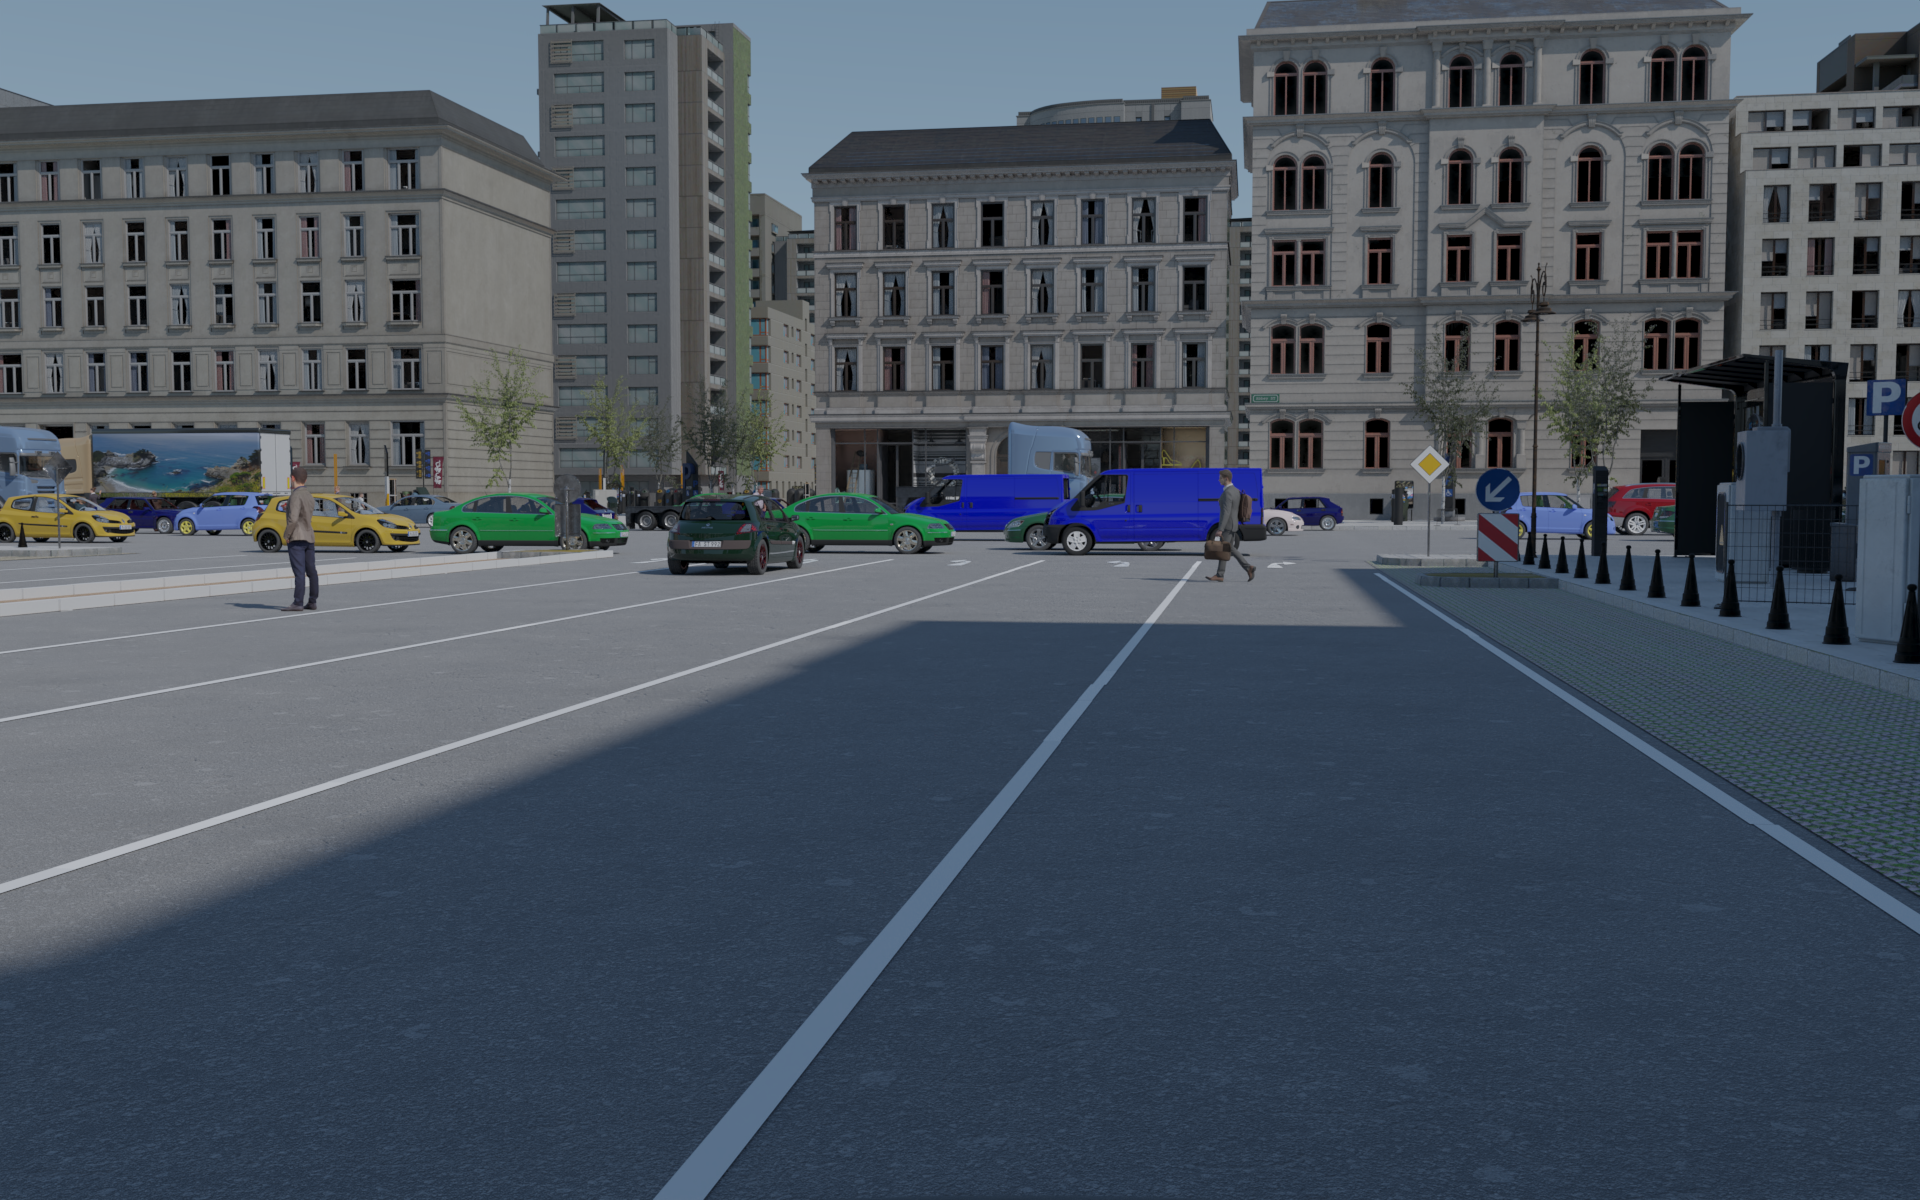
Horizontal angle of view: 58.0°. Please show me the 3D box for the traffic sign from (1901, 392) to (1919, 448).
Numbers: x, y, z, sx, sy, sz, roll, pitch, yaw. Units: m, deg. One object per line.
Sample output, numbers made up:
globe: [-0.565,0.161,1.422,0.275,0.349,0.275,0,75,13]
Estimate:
traffic sign: [11.680,-1.264,20.772,0.768,2.556,0.104,1,4,17]

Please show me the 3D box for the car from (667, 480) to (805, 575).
car: [-4.093,-1.368,32.154,2.009,1.686,4.222,1,4,9]

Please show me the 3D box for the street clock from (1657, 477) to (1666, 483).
street clock: [29.566,-4.189,73.065,0.358,2.002,0.471,0,4,5]

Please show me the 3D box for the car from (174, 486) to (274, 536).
car: [-25.276,-3.076,59.888,3.694,1.707,1.945,1,4,11]

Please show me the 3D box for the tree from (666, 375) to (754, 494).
tree: [-15.044,-9.430,104.535,4.360,8.622,3.978,0,3,0]

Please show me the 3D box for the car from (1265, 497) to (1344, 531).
car: [13.191,-3.417,68.450,3.894,1.354,1.945,1,4,10]

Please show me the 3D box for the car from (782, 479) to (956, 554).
car: [-2.459,-2.038,42.118,4.718,1.807,1.959,1,4,10]

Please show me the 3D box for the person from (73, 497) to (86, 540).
person: [-27.261,-2.519,53.603,0.435,1.345,0.340,-2,4,-24]

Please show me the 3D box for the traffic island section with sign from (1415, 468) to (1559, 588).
traffic island section with sign: [8.218,-1.135,27.183,1.989,1.847,2.006,1,4,10]

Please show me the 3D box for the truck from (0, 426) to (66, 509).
truck: [-42.955,-4.686,66.368,18.799,4.110,2.967,0,4,8]

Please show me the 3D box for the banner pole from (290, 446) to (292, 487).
banner pole: [-31.029,-5.474,79.512,0.401,3.779,0.863,3,5,41]

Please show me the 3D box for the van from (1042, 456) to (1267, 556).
van: [4.571,-2.227,40.796,5.245,2.365,2.240,0,4,8]

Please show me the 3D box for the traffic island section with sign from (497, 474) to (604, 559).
traffic island section with sign: [-9.072,-1.885,38.956,2.006,1.907,1.989,1,4,10]

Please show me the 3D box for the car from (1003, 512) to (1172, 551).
car: [3.558,-1.996,44.430,4.920,1.459,2.131,1,4,9]

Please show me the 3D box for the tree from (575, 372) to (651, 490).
tree: [-21.169,-9.480,105.355,4.737,8.622,4.395,0,3,0]

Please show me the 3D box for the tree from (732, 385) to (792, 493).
tree: [-13.793,-10.267,118.231,4.737,8.622,4.395,0,3,0]

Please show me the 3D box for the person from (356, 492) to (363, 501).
person: [-25.985,-3.905,74.936,0.503,1.515,0.523,0,4,2]

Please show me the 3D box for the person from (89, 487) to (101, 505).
person: [-36.423,-3.888,72.866,0.445,1.727,0.742,0,4,-6]

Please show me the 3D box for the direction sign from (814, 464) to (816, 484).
direction sign: [-10.665,-8.518,131.270,0.876,3.537,0.379,-3,5,-42]

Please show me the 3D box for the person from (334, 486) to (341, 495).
person: [-25.484,-3.775,70.781,0.434,1.755,0.990,-2,4,-28]

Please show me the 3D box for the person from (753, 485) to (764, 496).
person: [-6.510,-2.859,56.188,0.756,1.711,0.436,-3,5,-41]

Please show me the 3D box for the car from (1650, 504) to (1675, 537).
car: [23.556,-2.490,52.505,4.920,1.459,2.131,1,4,10]

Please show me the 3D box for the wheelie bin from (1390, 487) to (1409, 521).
wheelie bin: [20.623,-4.486,81.250,0.693,1.594,0.980,-2,4,-30]

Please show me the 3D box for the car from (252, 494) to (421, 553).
car: [-15.348,-1.989,42.749,3.980,1.641,2.015,1,4,9]

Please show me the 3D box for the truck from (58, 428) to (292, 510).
truck: [-34.836,-5.279,75.227,11.283,4.237,2.839,1,4,10]

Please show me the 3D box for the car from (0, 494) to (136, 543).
car: [-26.479,-2.509,51.251,3.980,1.641,2.015,1,4,10]

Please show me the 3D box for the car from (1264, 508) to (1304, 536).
car: [9.514,-2.931,60.290,4.827,1.381,2.083,1,4,8]

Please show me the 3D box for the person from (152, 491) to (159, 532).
person: [-30.642,-3.377,65.990,0.482,1.546,0.388,0,4,3]

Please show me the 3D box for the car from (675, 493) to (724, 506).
car: [-10.464,-3.843,71.632,4.718,1.807,1.959,0,4,8]

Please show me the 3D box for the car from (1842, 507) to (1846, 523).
car: [33.979,-3.300,63.745,4.222,1.686,2.009,1,4,10]

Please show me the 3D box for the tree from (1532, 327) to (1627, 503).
tree: [27.071,-7.660,75.601,4.737,8.622,4.395,0,3,0]

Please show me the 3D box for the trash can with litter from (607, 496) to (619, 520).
trash can with litter: [-16.987,-4.509,85.105,0.624,1.170,1.055,-2,4,-25]

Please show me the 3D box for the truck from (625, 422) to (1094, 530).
truck: [-3.593,-4.706,66.705,18.799,4.110,2.967,1,4,11]

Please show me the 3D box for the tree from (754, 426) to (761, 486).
tree: [-14.778,-9.927,112.671,4.360,8.622,3.978,0,3,0]

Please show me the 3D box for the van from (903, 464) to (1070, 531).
van: [0.801,-2.993,53.319,5.245,2.365,2.240,1,4,11]

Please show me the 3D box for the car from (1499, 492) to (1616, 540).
car: [18.819,-2.771,54.892,3.694,1.707,1.945,1,4,9]

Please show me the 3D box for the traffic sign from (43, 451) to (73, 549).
traffic sign: [-21.194,-2.267,40.709,0.795,2.450,0.064,1,4,10]

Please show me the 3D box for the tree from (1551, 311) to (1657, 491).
tree: [26.261,-7.339,70.352,4.360,8.622,3.978,0,3,0]

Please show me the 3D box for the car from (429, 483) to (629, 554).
car: [-10.310,-2.008,41.624,4.718,1.807,1.959,1,4,9]

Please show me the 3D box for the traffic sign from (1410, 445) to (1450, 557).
traffic sign: [9.606,-1.947,35.472,0.795,2.450,0.064,1,4,10]

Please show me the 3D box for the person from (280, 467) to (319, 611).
person: [-8.257,-0.754,21.356,0.750,1.759,0.617,2,4,23]

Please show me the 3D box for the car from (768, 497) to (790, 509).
car: [-6.340,-2.800,58.354,3.894,1.354,1.945,0,4,8]

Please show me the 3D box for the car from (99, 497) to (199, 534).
car: [-29.497,-3.085,63.020,3.894,1.354,1.945,1,4,11]

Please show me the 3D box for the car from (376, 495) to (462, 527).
car: [-23.417,-3.827,74.573,4.499,1.417,2.014,1,4,11]

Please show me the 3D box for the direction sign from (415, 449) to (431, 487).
direction sign: [-27.238,-5.869,87.948,0.379,3.537,0.876,3,4,37]

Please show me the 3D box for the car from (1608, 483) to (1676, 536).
car: [24.935,-3.159,60.325,5.304,1.827,2.281,1,4,9]

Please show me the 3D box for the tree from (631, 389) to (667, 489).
tree: [-21.079,-10.468,121.506,4.360,8.622,3.978,0,3,0]

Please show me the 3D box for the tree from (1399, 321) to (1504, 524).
tree: [21.061,-7.587,74.402,4.360,8.622,3.978,0,3,0]

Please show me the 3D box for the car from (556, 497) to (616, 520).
car: [-12.183,-2.353,51.051,3.894,1.354,1.945,1,4,10]

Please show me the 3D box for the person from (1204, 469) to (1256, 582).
person: [4.394,-1.203,28.126,0.822,1.834,0.622,1,4,12]

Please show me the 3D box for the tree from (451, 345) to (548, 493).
tree: [-22.250,-8.201,84.456,4.737,8.622,4.395,0,3,0]
